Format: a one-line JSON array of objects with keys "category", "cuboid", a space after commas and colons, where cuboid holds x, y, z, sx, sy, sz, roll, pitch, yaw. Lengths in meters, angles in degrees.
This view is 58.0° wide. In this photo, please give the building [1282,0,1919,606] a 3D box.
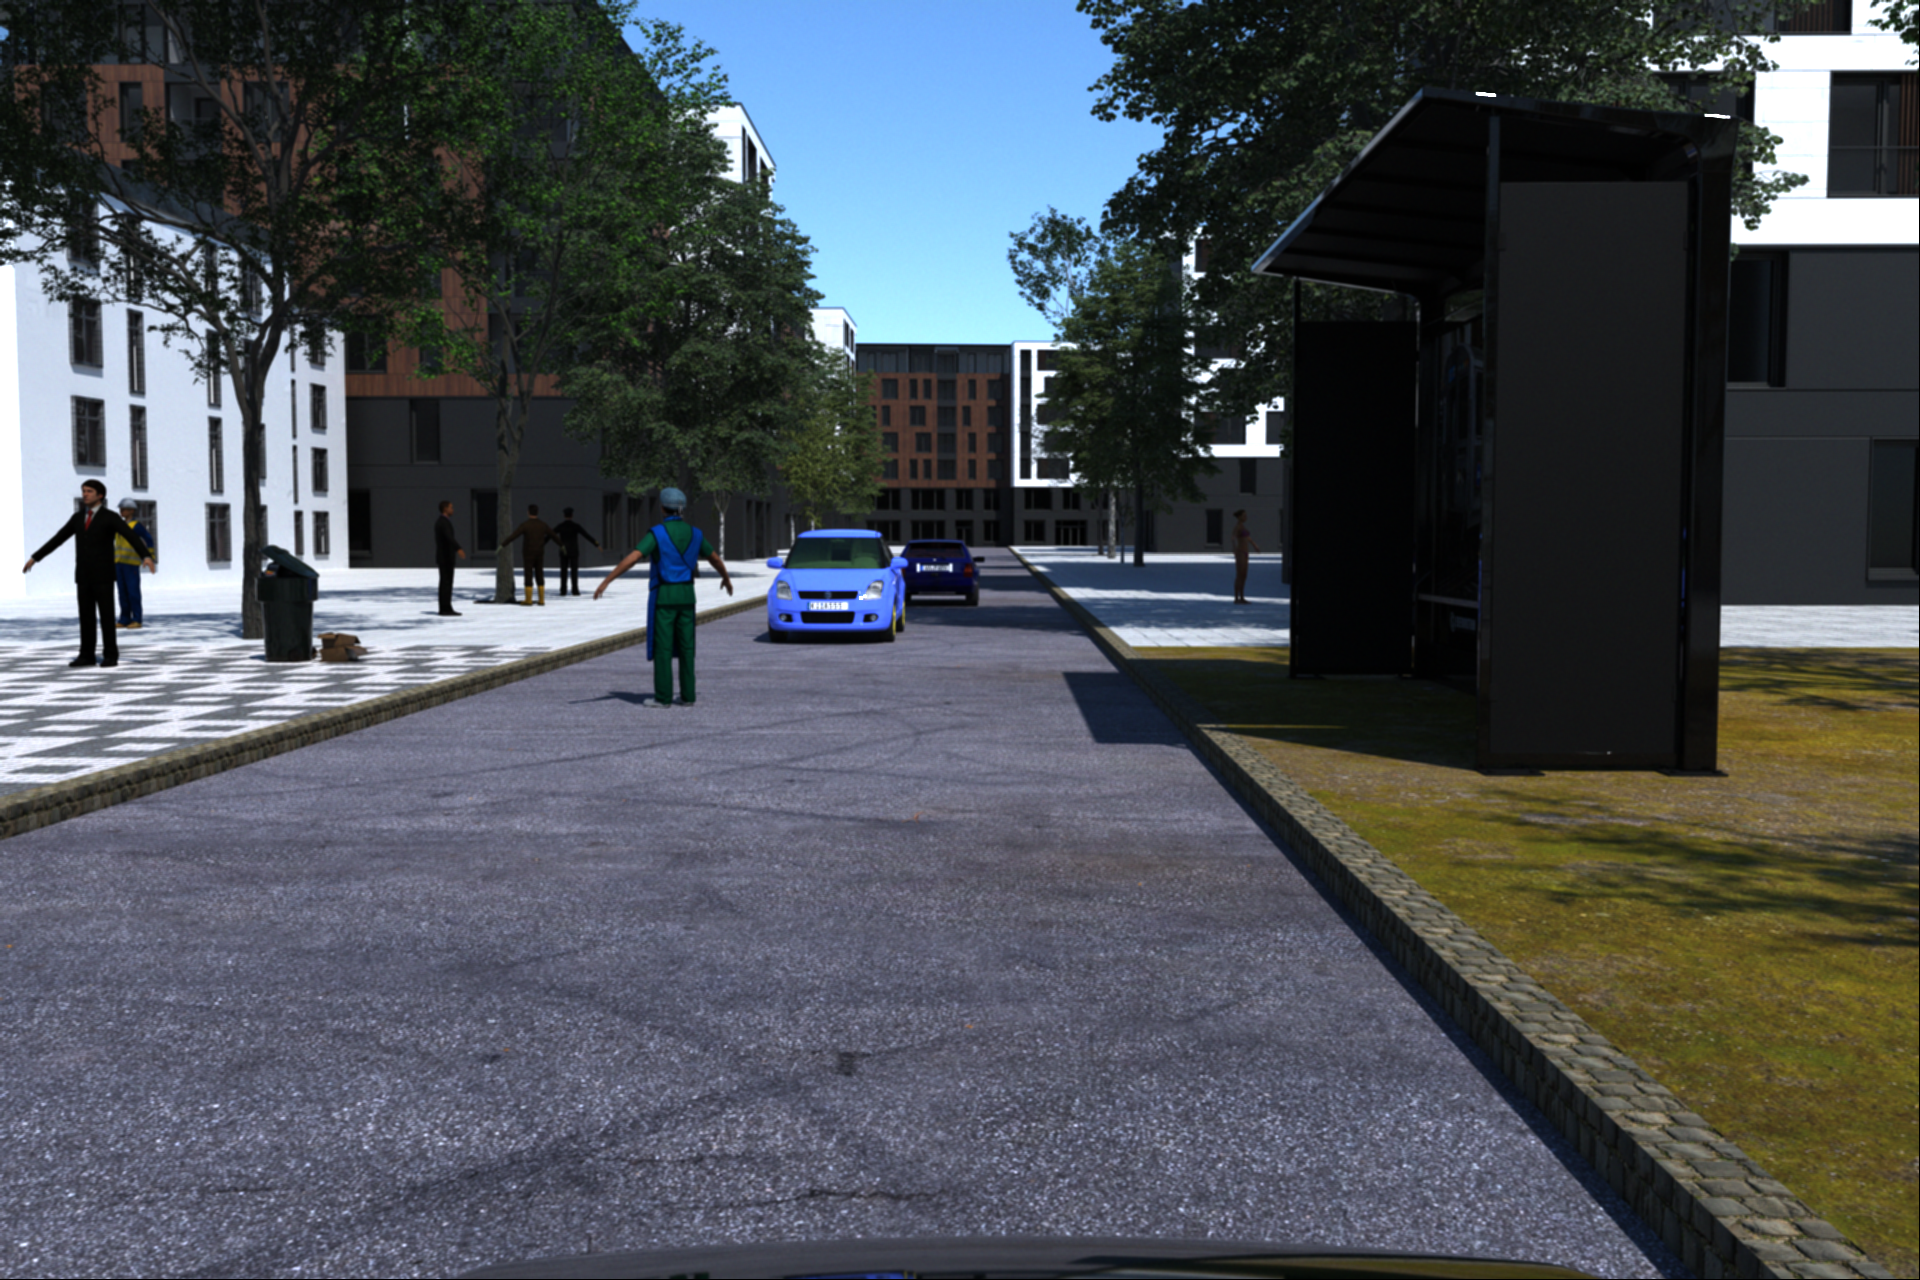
[{"category": "building", "cuboid": [22.335, -12.391, 46.562, 27.936, 21.610, 32.646, 0, 4, 1]}]

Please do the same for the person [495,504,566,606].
[{"category": "person", "cuboid": [-7.655, -1.523, 31.035, 1.346, 1.812, 0.704, -3, 4, -37]}]

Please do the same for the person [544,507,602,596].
[{"category": "person", "cuboid": [-8.132, -1.841, 36.036, 1.347, 1.837, 0.705, 0, 4, -5]}]

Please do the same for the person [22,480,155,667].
[{"category": "person", "cuboid": [-8.386, -0.647, 16.764, 1.347, 1.806, 0.705, 0, 4, 7]}]

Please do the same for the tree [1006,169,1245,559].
[{"category": "tree", "cuboid": [9.093, -14.258, 89.001, 12.611, 20.169, 13.585, 0, 3, 0]}]

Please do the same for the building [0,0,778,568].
[{"category": "building", "cuboid": [-24.309, -14.460, 80.391, 27.936, 21.610, 32.646, 0, 4, 1]}]

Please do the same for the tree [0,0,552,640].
[{"category": "tree", "cuboid": [-8.700, -5.267, 20.536, 8.767, 10.594, 7.601, 0, 4, 6]}]

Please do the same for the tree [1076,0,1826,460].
[{"category": "tree", "cuboid": [6.323, -7.151, 23.575, 9.857, 13.997, 8.962, 0, 3, 0]}]

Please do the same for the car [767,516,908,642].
[{"category": "car", "cuboid": [-1.671, -0.888, 24.114, 1.945, 1.707, 3.694, 0, 4, 1]}]

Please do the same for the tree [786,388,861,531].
[{"category": "tree", "cuboid": [-7.081, -8.282, 85.774, 4.737, 8.622, 4.395, 0, 3, 0]}]

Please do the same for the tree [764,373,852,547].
[{"category": "tree", "cuboid": [-7.157, -7.686, 76.023, 4.737, 8.622, 4.395, 0, 3, 0]}]

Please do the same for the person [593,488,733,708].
[{"category": "person", "cuboid": [-2.407, -0.355, 14.395, 1.347, 1.817, 0.704, -3, 5, -43]}]

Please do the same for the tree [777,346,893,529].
[{"category": "tree", "cuboid": [-7.917, -11.451, 105.357, 7.486, 12.596, 7.792, 0, 3, 0]}]

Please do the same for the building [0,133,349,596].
[{"category": "building", "cuboid": [-23.511, -6.577, 49.682, 9.099, 9.664, 28.070, 0, 4, 1]}]

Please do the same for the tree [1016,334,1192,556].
[{"category": "tree", "cuboid": [8.297, -11.764, 102.708, 12.009, 13.543, 11.850, 0, 3, 0]}]

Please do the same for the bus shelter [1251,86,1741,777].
[{"category": "bus shelter", "cuboid": [3.355, -1.281, 12.229, 1.731, 3.624, 6.357, 0, 4, 1]}]

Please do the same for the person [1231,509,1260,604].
[{"category": "person", "cuboid": [5.244, -1.531, 31.828, 0.721, 1.733, 1.217, 2, 4, 30]}]

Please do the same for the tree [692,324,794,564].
[{"category": "tree", "cuboid": [-8.489, -6.699, 59.895, 4.360, 8.622, 3.978, 0, 3, 0]}]

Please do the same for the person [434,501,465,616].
[{"category": "person", "cuboid": [-8.063, -1.287, 27.267, 0.704, 1.802, 1.346, -2, 4, -29]}]

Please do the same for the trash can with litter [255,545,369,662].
[{"category": "trash can with litter", "cuboid": [-6.539, -0.374, 17.504, 1.055, 1.170, 0.624, 0, 4, 1]}]

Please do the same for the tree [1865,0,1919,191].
[{"category": "tree", "cuboid": [9.436, -5.274, 11.984, 9.928, 11.665, 9.643, 0, 3, 0]}]

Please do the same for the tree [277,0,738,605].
[{"category": "tree", "cuboid": [-8.263, -6.486, 31.799, 9.928, 11.665, 9.643, 0, 3, 0]}]

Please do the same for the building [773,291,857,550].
[{"category": "building", "cuboid": [-24.474, -18.992, 154.492, 27.936, 21.610, 32.646, 0, 4, 1]}]

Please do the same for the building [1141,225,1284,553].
[{"category": "building", "cuboid": [27.458, -17.551, 130.940, 27.936, 21.610, 32.646, 0, 4, 1]}]

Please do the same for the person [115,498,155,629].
[{"category": "person", "cuboid": [-11.371, -1.044, 23.531, 1.216, 1.772, 0.721, 2, 4, 24]}]

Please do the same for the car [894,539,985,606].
[{"category": "car", "cuboid": [-0.465, -1.417, 35.743, 1.945, 1.354, 3.894, 0, 4, 1]}]

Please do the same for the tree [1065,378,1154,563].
[{"category": "tree", "cuboid": [7.363, -7.696, 76.192, 4.360, 8.622, 3.978, 0, 3, 0]}]

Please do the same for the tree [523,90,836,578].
[{"category": "tree", "cuboid": [-7.934, -8.791, 50.394, 9.857, 13.997, 8.962, 0, 3, 0]}]

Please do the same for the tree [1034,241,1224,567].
[{"category": "tree", "cuboid": [6.634, -9.154, 67.794, 7.486, 12.596, 7.792, 0, 3, 0]}]

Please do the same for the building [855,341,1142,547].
[{"category": "building", "cuboid": [2.433, -21.365, 195.754, 32.646, 21.610, 27.936, 0, 4, -4]}]
